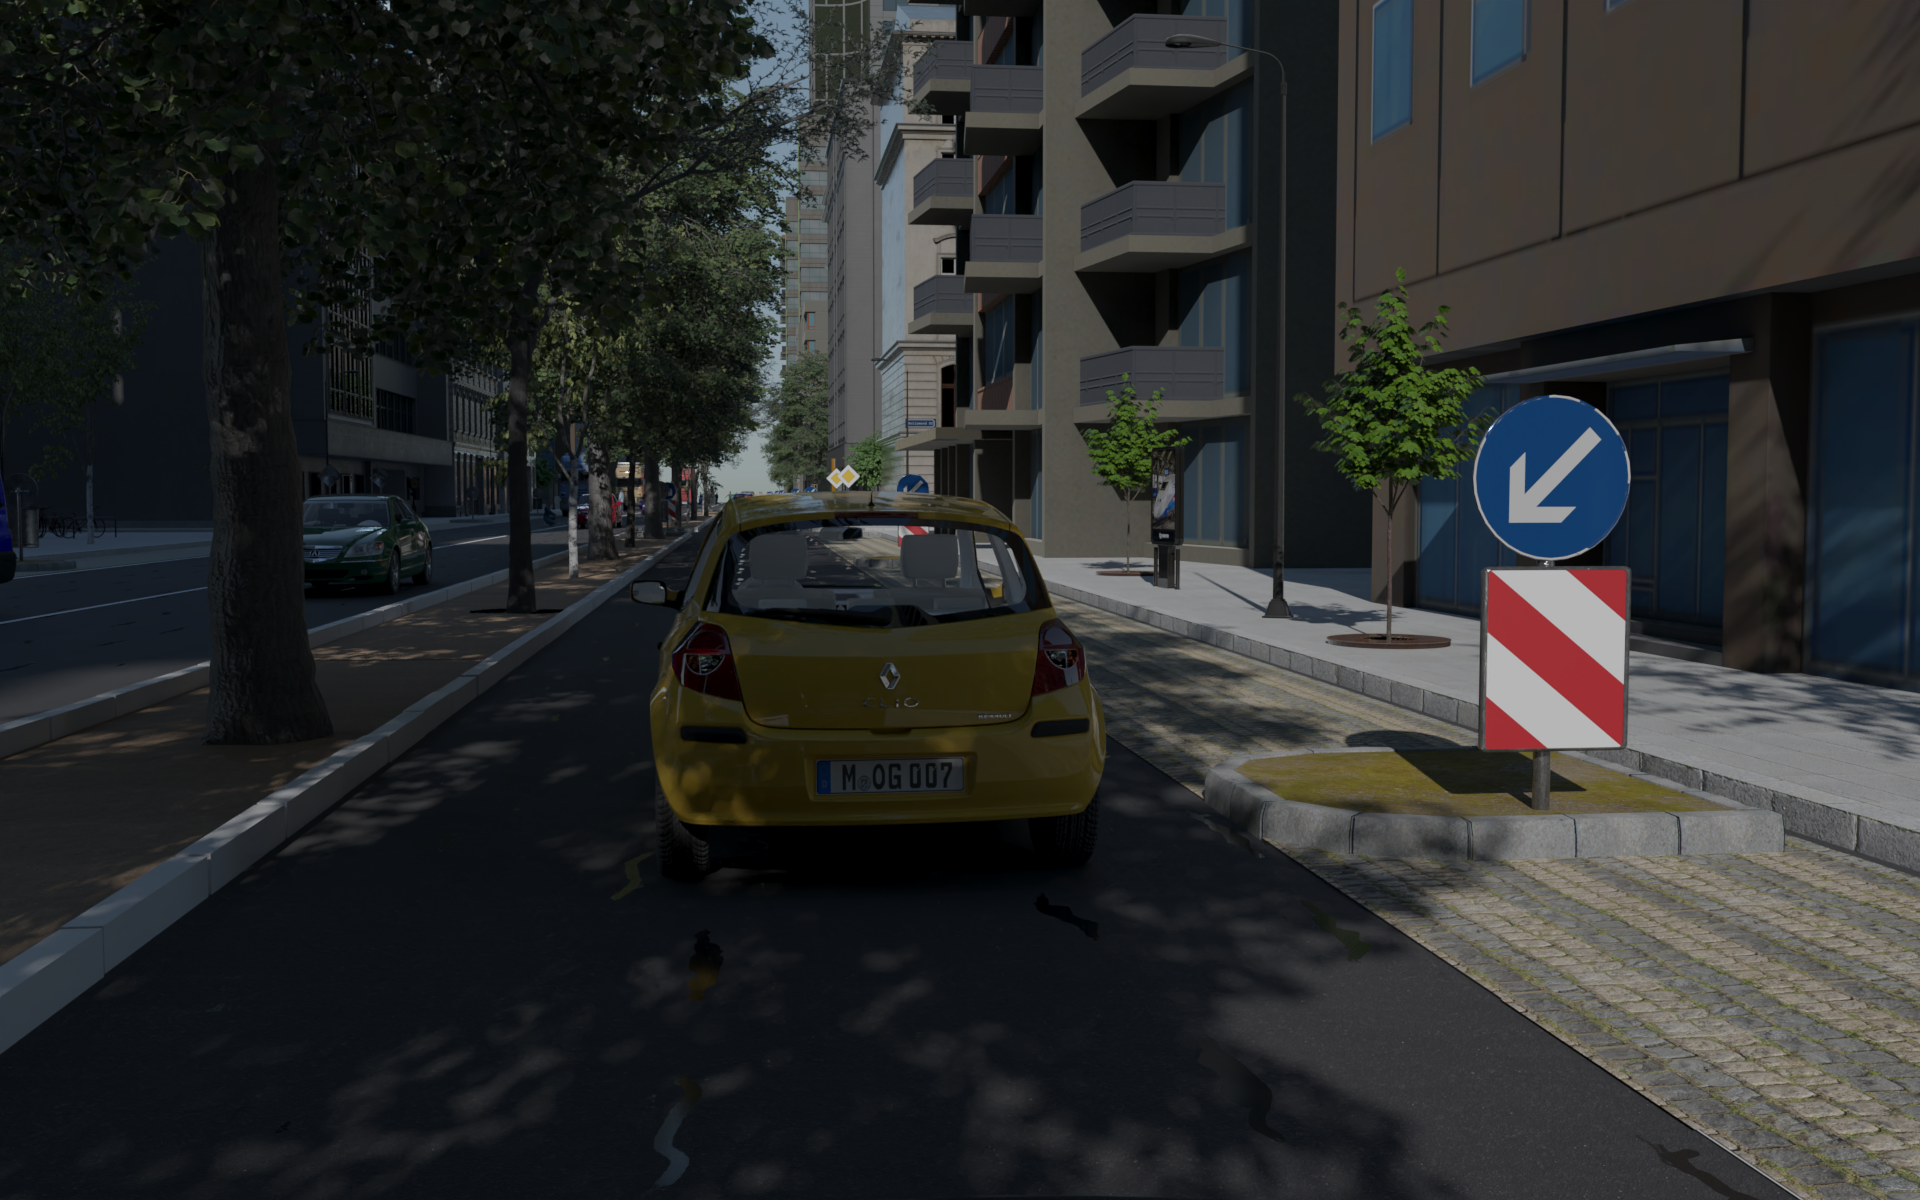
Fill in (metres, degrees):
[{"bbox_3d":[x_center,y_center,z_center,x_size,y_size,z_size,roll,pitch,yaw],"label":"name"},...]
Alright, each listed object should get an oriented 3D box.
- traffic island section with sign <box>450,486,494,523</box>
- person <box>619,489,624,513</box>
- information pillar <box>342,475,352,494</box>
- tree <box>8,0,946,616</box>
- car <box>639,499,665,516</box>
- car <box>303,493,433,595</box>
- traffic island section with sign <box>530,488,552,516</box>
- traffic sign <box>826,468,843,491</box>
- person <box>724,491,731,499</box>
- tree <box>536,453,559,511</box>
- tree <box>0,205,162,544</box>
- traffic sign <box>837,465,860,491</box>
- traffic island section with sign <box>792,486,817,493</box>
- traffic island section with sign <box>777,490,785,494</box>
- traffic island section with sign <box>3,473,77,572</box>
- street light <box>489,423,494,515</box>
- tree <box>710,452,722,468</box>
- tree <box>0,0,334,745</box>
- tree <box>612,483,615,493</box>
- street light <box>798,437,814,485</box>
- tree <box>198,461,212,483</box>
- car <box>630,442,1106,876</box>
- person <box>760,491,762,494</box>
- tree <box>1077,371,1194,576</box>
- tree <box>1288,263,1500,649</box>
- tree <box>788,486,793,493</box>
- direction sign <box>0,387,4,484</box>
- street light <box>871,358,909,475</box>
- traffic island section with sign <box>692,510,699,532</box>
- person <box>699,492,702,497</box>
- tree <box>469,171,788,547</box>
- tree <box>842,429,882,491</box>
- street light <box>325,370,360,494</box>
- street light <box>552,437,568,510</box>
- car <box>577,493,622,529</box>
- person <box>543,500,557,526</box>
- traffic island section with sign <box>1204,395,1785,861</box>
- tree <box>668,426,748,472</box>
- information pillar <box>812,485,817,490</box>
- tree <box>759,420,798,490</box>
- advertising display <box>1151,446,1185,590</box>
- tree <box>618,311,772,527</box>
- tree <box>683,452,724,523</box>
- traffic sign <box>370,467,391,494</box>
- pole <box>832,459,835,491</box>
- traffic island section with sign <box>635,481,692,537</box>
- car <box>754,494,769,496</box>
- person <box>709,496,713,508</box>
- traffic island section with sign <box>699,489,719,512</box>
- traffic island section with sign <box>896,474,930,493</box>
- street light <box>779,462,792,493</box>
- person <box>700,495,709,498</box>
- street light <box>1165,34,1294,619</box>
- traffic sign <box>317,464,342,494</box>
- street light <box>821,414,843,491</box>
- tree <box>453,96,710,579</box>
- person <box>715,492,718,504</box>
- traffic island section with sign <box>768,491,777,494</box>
[{"bbox_3d":[-24.450,-4.786,86.874,1.989,1.847,2.006,0,4,-7],"label":"traffic island section with sign"},{"bbox_3d":[-25.546,-7.464,130.795,0.793,1.790,0.793,-1,4,-19],"label":"person"},{"bbox_3d":[-23.366,-3.768,66.096,0.304,2.012,0.304,-1,4,-10],"label":"information pillar"},{"bbox_3d":[-5.318,-6.588,20.541,12.009,13.543,11.850,0,3,0],"label":"tree"},{"bbox_3d":[-20.649,-6.386,116.985,1.945,1.354,3.894,0,4,-8],"label":"car"},{"bbox_3d":[-9.146,-0.871,26.044,2.131,1.459,4.920,0,4,-8],"label":"car"},{"bbox_3d":[-27.737,-6.431,113.781,1.989,1.847,2.006,0,4,-7],"label":"traffic island section with sign"},{"bbox_3d":[-4.781,-3.882,67.119,0.795,2.450,0.064,0,4,-7],"label":"traffic sign"},{"bbox_3d":[-24.274,-10.614,182.754,1.217,1.735,0.721,1,4,12],"label":"person"},{"bbox_3d":[-32.352,-9.074,132.070,4.285,4.588,4.351,0,3,0],"label":"tree"},{"bbox_3d":[-22.551,-5.742,44.248,4.737,8.622,4.395,0,3,0],"label":"tree"},{"bbox_3d":[-3.812,-3.398,59.192,0.795,2.450,0.064,0,4,-7],"label":"traffic sign"},{"bbox_3d":[-7.853,-4.964,89.784,1.989,1.847,2.006,0,4,-7],"label":"traffic island section with sign"},{"bbox_3d":[-11.136,-6.607,116.648,1.989,1.847,2.006,0,4,-7],"label":"traffic island section with sign"},{"bbox_3d":[-17.799,-1.457,32.446,1.989,1.847,2.006,0,4,-7],"label":"traffic island section with sign"},{"bbox_3d":[-28.197,-8.172,106.151,1.470,5.913,1.316,0,4,-7],"label":"street light"},{"bbox_3d":[-17.642,-10.146,118.710,4.737,8.622,4.395,0,3,0],"label":"tree"},{"bbox_3d":[-4.017,-6.145,9.591,9.857,13.997,8.962,0,3,0],"label":"tree"},{"bbox_3d":[-42.670,-13.480,214.999,1.663,3.219,1.824,0,3,0],"label":"tree"},{"bbox_3d":[-12.579,-10.354,141.837,1.470,5.913,1.316,0,4,-7],"label":"street light"},{"bbox_3d":[-22.351,-3.607,53.582,1.663,3.219,1.824,0,3,0],"label":"tree"},{"bbox_3d":[-0.526,0.135,8.017,2.015,1.641,3.980,-1,4,-8],"label":"car"},{"bbox_3d":[-22.512,-11.400,195.615,0.721,1.736,1.217,3,5,42],"label":"person"},{"bbox_3d":[2.604,-2.012,27.491,1.663,3.219,1.824,0,3,0],"label":"tree"},{"bbox_3d":[3.663,-1.222,14.581,1.663,3.219,1.824,0,3,0],"label":"tree"},{"bbox_3d":[-22.494,-14.576,232.924,1.663,3.219,1.824,0,3,0],"label":"tree"},{"bbox_3d":[-20.105,-2.712,36.345,0.379,3.537,0.876,-2,4,-27],"label":"direction sign"},{"bbox_3d":[-2.335,-5.298,59.156,1.470,5.913,1.316,0,4,-7],"label":"street light"},{"bbox_3d":[-11.125,-3.544,66.082,2.006,1.907,1.989,0,4,-7],"label":"traffic island section with sign"},{"bbox_3d":[-40.482,-15.938,269.602,0.721,1.766,1.217,0,4,-5],"label":"person"},{"bbox_3d":[-8.843,-6.663,45.815,8.767,10.594,7.601,0,4,-7],"label":"tree"},{"bbox_3d":[-4.197,-6.294,86.620,4.285,4.588,4.351,0,3,0],"label":"tree"},{"bbox_3d":[-23.200,-5.656,65.019,1.470,5.913,1.316,0,4,-7],"label":"street light"},{"bbox_3d":[-32.492,-10.285,140.707,1.470,5.913,1.316,0,4,-7],"label":"street light"},{"bbox_3d":[-15.302,-3.920,73.124,2.155,1.783,4.494,0,4,-6],"label":"car"},{"bbox_3d":[-18.354,-3.905,77.845,0.738,1.151,1.012,0,4,-3],"label":"person"},{"bbox_3d":[2.175,0.057,7.700,1.989,1.847,2.006,0,4,-7],"label":"traffic island section with sign"},{"bbox_3d":[-20.101,-12.693,135.740,9.928,11.665,9.643,0,3,0],"label":"tree"},{"bbox_3d":[-11.161,-7.853,132.882,0.304,2.012,0.304,-3,5,-42],"label":"information pillar"},{"bbox_3d":[-21.284,-18.847,225.155,9.611,12.733,9.660,0,3,0],"label":"tree"},{"bbox_3d":[2.823,-1.125,23.614,0.123,1.923,0.974,-1,4,-14],"label":"advertising display"},{"bbox_3d":[-11.643,-9.209,71.146,7.486,12.596,7.792,0,3,0],"label":"tree"},{"bbox_3d":[-13.335,-8.076,84.860,4.360,8.622,3.978,0,3,0],"label":"tree"},{"bbox_3d":[-21.752,-3.757,65.073,0.795,2.450,0.064,0,4,-7],"label":"traffic sign"},{"bbox_3d":[-7.269,-6.468,99.596,0.158,3.312,0.155,0,3,0],"label":"pole"},{"bbox_3d":[-10.236,-3.094,58.728,2.006,1.907,1.989,0,4,-7],"label":"traffic island section with sign"},{"bbox_3d":[-13.356,-6.536,117.089,2.015,1.641,3.980,0,4,-6],"label":"car"},{"bbox_3d":[-25.912,-10.490,180.026,0.705,1.821,1.348,0,4,4],"label":"person"},{"bbox_3d":[-20.251,-8.106,140.666,2.006,1.907,1.989,0,4,-7],"label":"traffic island section with sign"},{"bbox_3d":[-1.120,-1.595,34.710,1.989,1.847,2.006,0,4,-7],"label":"traffic island section with sign"},{"bbox_3d":[-21.707,-15.004,217.850,1.470,5.913,1.316,0,4,-7],"label":"street light"},{"bbox_3d":[-27.593,-10.896,187.373,1.217,1.736,0.721,-1,4,-8],"label":"person"},{"bbox_3d":[2.763,-2.765,17.744,1.470,5.913,1.316,0,4,-7],"label":"street light"},{"bbox_3d":[-20.783,-3.272,57.146,0.795,2.450,0.064,0,4,-7],"label":"traffic sign"},{"bbox_3d":[-7.377,-7.840,100.731,1.470,5.913,1.316,0,4,-7],"label":"street light"},{"bbox_3d":[-6.555,-4.663,29.059,4.737,8.622,4.395,0,3,0],"label":"tree"},{"bbox_3d":[-35.601,-14.931,253.532,0.541,1.710,0.530,-2,4,-28],"label":"person"},{"bbox_3d":[-17.141,-9.612,165.790,1.989,1.847,2.006,0,4,-7],"label":"traffic island section with sign"}]
